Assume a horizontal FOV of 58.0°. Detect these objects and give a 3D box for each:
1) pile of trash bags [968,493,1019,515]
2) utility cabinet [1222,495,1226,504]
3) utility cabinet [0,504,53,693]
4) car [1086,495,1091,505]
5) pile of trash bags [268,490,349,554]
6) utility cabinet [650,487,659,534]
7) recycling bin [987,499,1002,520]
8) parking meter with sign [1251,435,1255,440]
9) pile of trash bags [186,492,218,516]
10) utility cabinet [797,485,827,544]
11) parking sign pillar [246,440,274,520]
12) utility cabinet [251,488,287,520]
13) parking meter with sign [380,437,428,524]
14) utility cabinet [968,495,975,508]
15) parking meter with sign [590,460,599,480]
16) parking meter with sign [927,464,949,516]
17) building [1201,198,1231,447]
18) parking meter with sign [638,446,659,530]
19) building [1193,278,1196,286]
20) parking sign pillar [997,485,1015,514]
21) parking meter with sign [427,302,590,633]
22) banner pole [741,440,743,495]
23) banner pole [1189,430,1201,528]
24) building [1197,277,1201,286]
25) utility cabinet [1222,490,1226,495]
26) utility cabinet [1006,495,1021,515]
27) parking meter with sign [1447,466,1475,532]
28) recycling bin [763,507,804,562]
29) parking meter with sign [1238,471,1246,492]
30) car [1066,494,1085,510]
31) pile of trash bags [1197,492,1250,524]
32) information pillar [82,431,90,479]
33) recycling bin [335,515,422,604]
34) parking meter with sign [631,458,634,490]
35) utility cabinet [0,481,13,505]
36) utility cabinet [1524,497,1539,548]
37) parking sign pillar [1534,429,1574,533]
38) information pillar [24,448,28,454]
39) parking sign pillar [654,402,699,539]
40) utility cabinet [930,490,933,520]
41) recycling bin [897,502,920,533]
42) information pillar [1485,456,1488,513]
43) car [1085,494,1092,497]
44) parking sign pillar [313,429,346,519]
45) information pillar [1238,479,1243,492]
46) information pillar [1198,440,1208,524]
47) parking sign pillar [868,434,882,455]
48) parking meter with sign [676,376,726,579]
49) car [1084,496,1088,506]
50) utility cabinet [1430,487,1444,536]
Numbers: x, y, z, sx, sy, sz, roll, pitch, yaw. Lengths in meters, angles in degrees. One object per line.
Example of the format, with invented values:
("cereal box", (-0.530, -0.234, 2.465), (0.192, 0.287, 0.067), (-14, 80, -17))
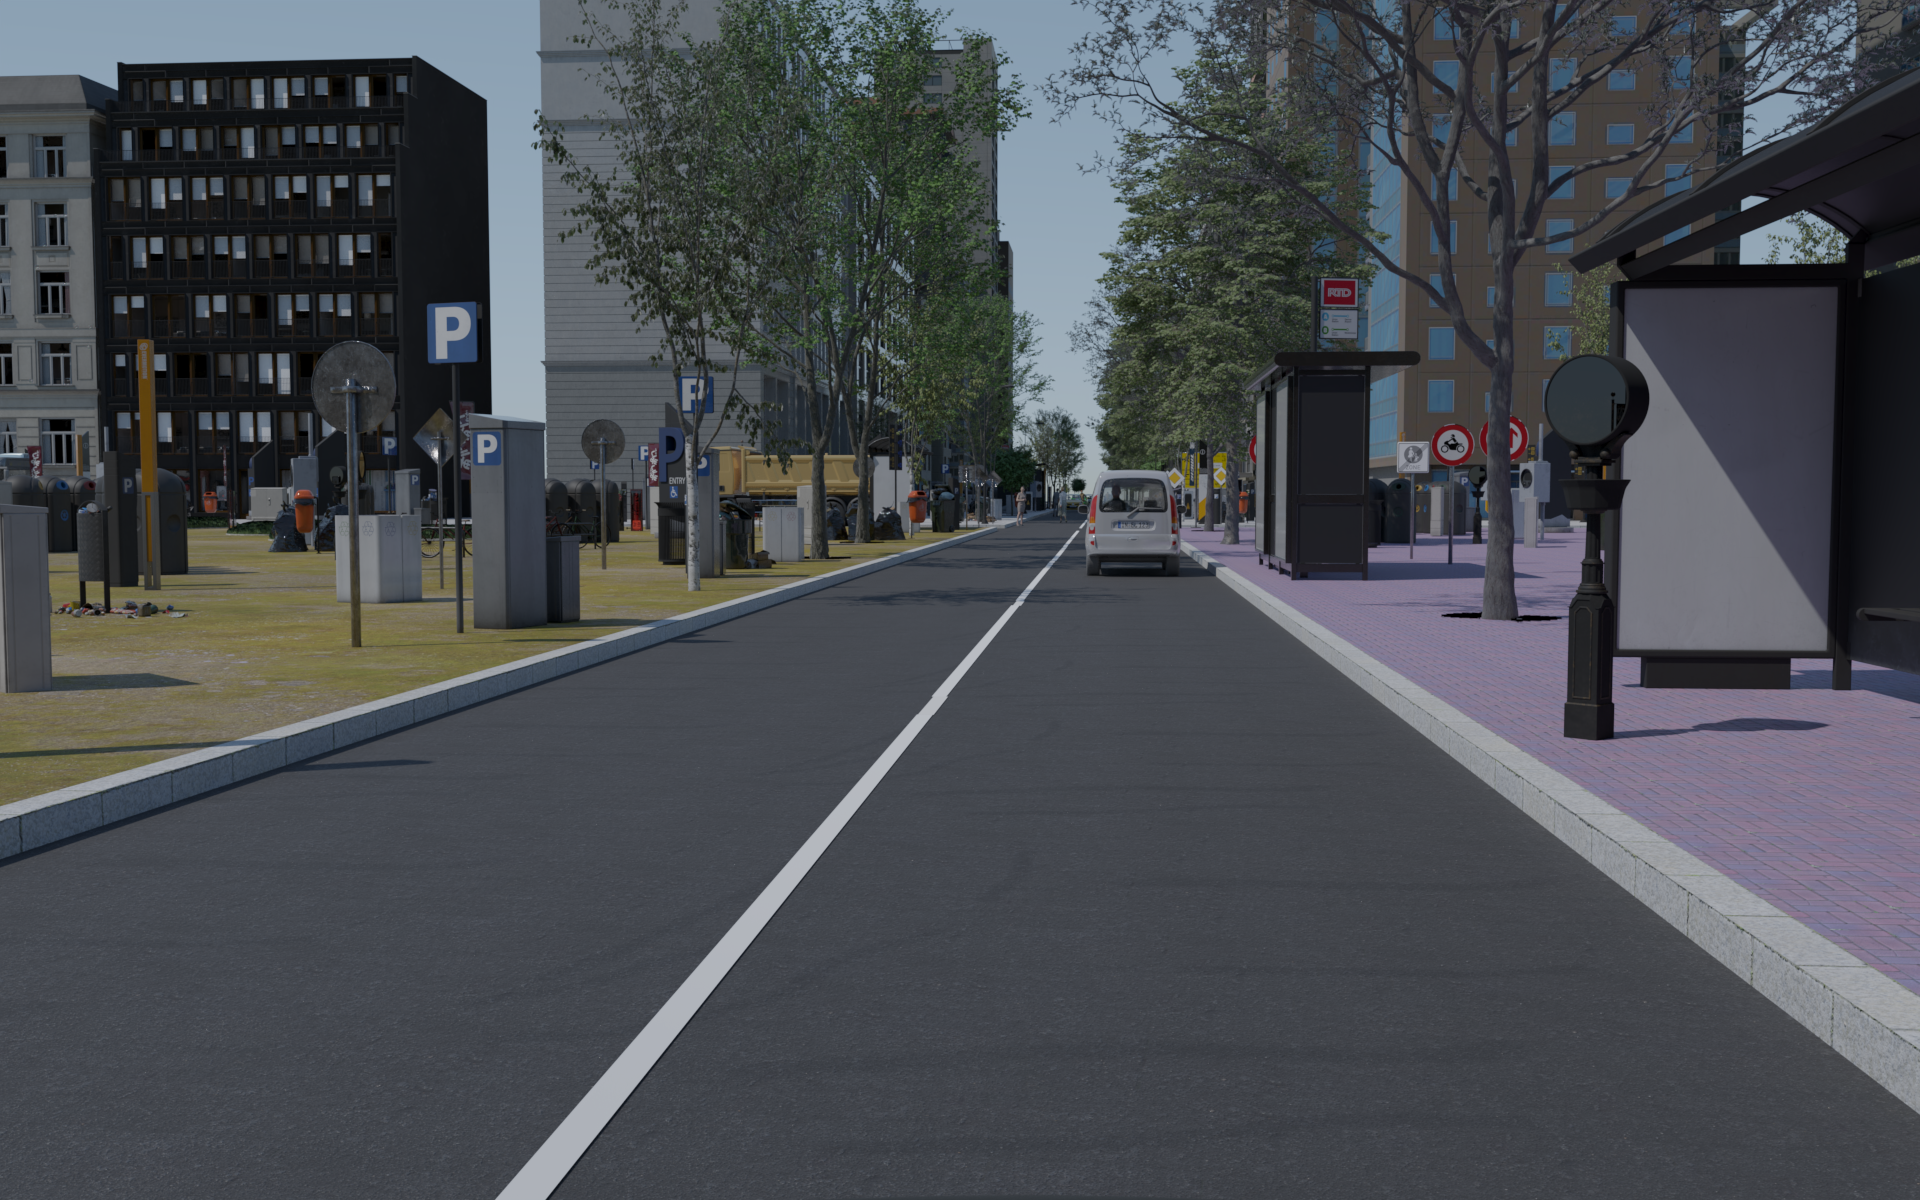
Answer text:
("pile of trash bags", (2.173, -5.861, 105.587), (3.447, 1.369, 1.912), (0, 4, 5))
("utility cabinet", (12.419, -4.276, 81.070), (1.020, 1.237, 0.306), (1, 4, 13))
("utility cabinet", (-6.379, -0.025, 11.567), (0.306, 1.237, 1.020), (-3, 5, -44))
("car", (14.250, -11.305, 197.423), (1.945, 1.354, 3.894), (0, 4, 3))
("pile of trash bags", (-14.443, -1.759, 38.518), (1.912, 1.369, 3.447), (-1, 4, -17))
("utility cabinet", (-9.207, -2.783, 54.174), (1.173, 1.500, 0.318), (3, 5, 43))
("recycling bin", (1.628, -4.542, 86.813), (0.722, 1.027, 0.722), (2, 4, 30))
("parking meter with sign", (9.382, -3.342, 50.910), (0.543, 3.016, 1.738), (-3, 4, -38))
("pile of trash bags", (-35.118, -4.181, 78.119), (3.447, 1.369, 1.912), (0, 4, 5))
("utility cabinet", (-3.759, -2.146, 43.763), (0.318, 1.500, 1.173), (-2, 4, -29))
("parking sign pillar", (-34.682, -5.962, 85.950), (1.447, 3.967, 1.447), (1, 4, 23))
("utility cabinet", (-23.924, -3.137, 59.970), (1.173, 1.500, 0.318), (1, 4, 9))
("parking meter with sign", (-16.806, -3.450, 52.675), (1.738, 3.016, 0.543), (2, 4, 33))
("utility cabinet", (1.034, -7.631, 135.931), (1.020, 1.237, 0.306), (-3, 5, -42))
("parking meter with sign", (-18.256, -5.350, 83.736), (1.738, 3.016, 0.543), (2, 4, 33))
("parking meter with sign", (-1.337, -6.434, 101.454), (0.543, 3.016, 1.738), (-2, 4, -34))
("building", (48.141, -39.269, 265.746), (21.300, 48.544, 21.600), (0, 4, 5))
("parking meter with sign", (-11.139, -4.082, 62.995), (0.543, 3.016, 1.738), (1, 4, 8))
("building", (46.939, -37.594, 298.262), (14.154, 41.232, 14.086), (0, 4, 5))
("parking sign pillar", (3.119, -7.698, 114.335), (1.447, 3.967, 1.447), (2, 4, 32))
("parking meter with sign", (-4.316, -1.248, 16.659), (0.543, 3.016, 1.738), (1, 4, 21))
("banner pole", (-10.092, -5.516, 80.205), (0.401, 3.779, 0.863), (0, 4, -4))
("banner pole", (8.873, -4.630, 65.719), (0.401, 3.779, 0.863), (-1, 4, -17))
("building", (45.913, -38.768, 283.967), (14.600, 45.320, 14.200), (0, 4, 5))
("utility cabinet", (12.872, -4.664, 84.929), (0.318, 1.500, 1.173), (3, 5, 39))
("utility cabinet", (3.406, -5.929, 108.097), (1.020, 1.237, 0.306), (1, 4, 14))
("parking meter with sign", (17.039, -3.844, 59.113), (0.543, 3.016, 1.738), (-1, 4, -11))
("recycling bin", (-3.353, -1.247, 32.942), (0.722, 1.027, 0.722), (0, 4, 0))
("parking meter with sign", (21.743, -8.217, 130.602), (1.738, 3.016, 0.543), (2, 4, 26))
("car", (9.121, -7.931, 139.891), (2.015, 1.641, 3.980), (0, 4, 3))
("pile of trash bags", (11.871, -4.098, 76.756), (1.912, 1.369, 3.447), (-1, 4, -18))
("information pillar", (-32.324, -4.438, 63.923), (0.183, 3.616, 0.504), (2, 4, 29))
("recycling bin", (-6.929, -0.496, 20.661), (0.722, 1.027, 0.722), (2, 4, 25))
("parking meter with sign", (-15.115, -5.396, 84.480), (1.738, 3.016, 0.543), (0, 4, -5))
("utility cabinet", (-15.974, -1.191, 28.158), (1.173, 1.500, 0.318), (1, 4, 15))
("utility cabinet", (13.759, -1.869, 41.727), (0.306, 1.237, 1.020), (1, 4, 20))
("parking sign pillar", (19.673, -4.224, 57.529), (1.447, 3.967, 1.447), (-2, 4, -26))
("information pillar", (-47.603, -5.954, 88.703), (0.504, 3.616, 0.183), (-3, 5, -44))
("parking sign pillar", (-8.189, -3.789, 50.417), (1.447, 3.967, 1.447), (3, 5, 39))
("utility cabinet", (-1.292, -4.613, 84.094), (0.318, 1.500, 1.173), (0, 4, -2))
("recycling bin", (-1.727, -2.763, 57.732), (0.722, 1.027, 0.722), (-1, 4, -9))
("information pillar", (23.144, -5.142, 75.422), (0.504, 3.616, 0.183), (-1, 4, -17))
("car", (16.402, -12.895, 221.061), (2.015, 1.641, 3.980), (0, 4, 4))
("parking sign pillar", (-24.333, -4.785, 66.709), (1.447, 3.967, 1.447), (2, 4, 30))
("information pillar", (13.494, -4.858, 83.918), (0.304, 2.012, 0.304), (-1, 4, -13))
("information pillar", (10.333, -5.007, 73.218), (0.504, 3.616, 0.183), (1, 4, 14))
("parking sign pillar", (-4.089, -5.458, 77.706), (1.447, 3.967, 1.447), (1, 4, 16))
("parking meter with sign", (-3.910, -1.850, 26.510), (0.543, 3.016, 1.738), (0, 4, 0))
("car", (12.333, -10.429, 179.313), (1.959, 1.807, 4.718), (0, 4, 7))
("utility cabinet", (14.574, -2.706, 52.921), (0.318, 1.500, 1.173), (1, 4, 20))
